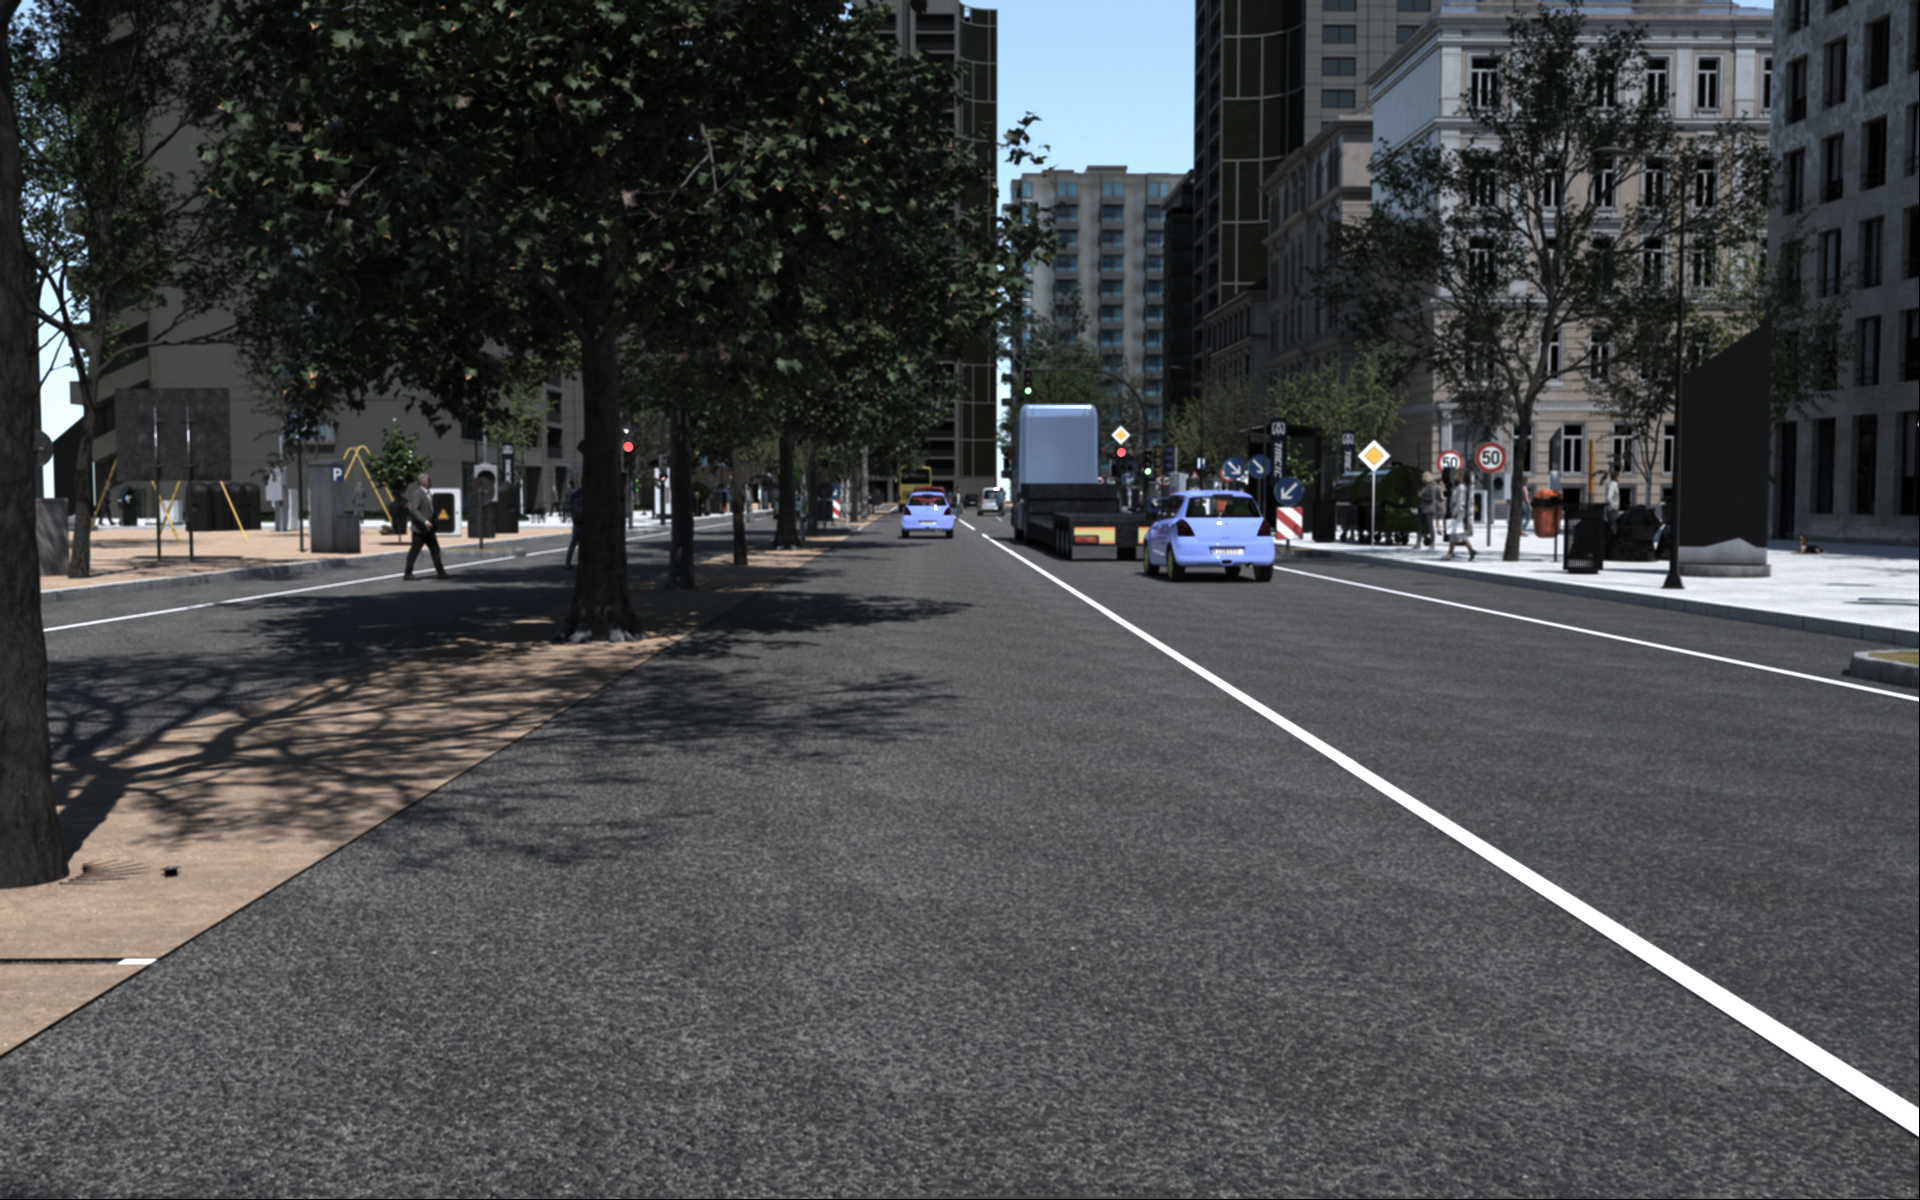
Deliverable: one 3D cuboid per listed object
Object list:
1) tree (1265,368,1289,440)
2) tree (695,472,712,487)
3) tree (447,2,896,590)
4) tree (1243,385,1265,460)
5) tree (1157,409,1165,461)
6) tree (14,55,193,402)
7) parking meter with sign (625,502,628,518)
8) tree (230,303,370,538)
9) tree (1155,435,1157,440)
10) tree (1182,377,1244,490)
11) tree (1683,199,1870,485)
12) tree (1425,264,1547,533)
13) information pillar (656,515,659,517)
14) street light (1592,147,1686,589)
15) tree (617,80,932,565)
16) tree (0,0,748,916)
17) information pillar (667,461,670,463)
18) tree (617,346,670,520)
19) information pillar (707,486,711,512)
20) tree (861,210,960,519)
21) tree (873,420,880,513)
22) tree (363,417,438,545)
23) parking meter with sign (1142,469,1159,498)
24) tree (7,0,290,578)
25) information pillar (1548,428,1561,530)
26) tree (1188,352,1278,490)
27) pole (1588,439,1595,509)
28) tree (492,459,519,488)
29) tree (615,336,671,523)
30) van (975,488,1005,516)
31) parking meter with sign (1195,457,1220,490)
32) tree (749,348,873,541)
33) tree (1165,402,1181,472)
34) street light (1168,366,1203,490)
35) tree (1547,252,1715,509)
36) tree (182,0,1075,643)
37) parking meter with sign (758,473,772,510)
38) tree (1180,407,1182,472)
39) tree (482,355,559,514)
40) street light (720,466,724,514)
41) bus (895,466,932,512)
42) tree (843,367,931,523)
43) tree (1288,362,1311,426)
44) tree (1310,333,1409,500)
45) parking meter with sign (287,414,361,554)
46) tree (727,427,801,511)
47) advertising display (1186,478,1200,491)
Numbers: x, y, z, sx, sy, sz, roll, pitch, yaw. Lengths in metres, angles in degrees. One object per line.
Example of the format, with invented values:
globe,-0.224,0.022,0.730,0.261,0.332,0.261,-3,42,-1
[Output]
tree,19.969,-9.013,97.732,4.737,8.622,4.395,0,3,0
tree,-20.862,-8.944,140.831,1.663,3.219,1.824,0,3,0
tree,-4.302,-6.451,26.055,7.486,12.596,7.792,0,3,0
tree,19.585,-9.276,102.022,4.737,8.622,4.395,0,3,0
tree,17.630,-10.919,128.891,4.737,8.622,4.395,0,3,0
tree,-21.232,-6.912,38.775,9.928,11.665,9.643,0,3,0
parking meter with sign,-18.532,-5.897,92.682,1.738,3.016,0.543,-2,4,-24
tree,-19.105,-6.135,50.669,4.360,8.622,3.978,0,3,0
tree,17.569,-11.496,138.316,4.737,8.622,4.395,0,3,0
tree,16.467,-9.602,107.354,4.737,8.622,4.395,0,3,0
tree,20.073,-5.673,43.121,4.737,8.622,4.395,0,3,0
tree,16.980,-6.490,56.476,4.360,8.622,3.978,0,3,0
information pillar,-16.879,-5.672,97.237,0.304,2.012,0.304,0,4,5
street light,9.164,-3.109,23.378,1.470,5.913,1.316,0,4,-1
tree,-4.373,-5.982,34.680,8.767,10.594,7.601,0,4,-1
tree,-3.464,-5.689,5.846,12.009,13.543,11.850,0,3,0
information pillar,-17.545,-6.964,105.222,0.504,3.616,0.183,0,4,-4
tree,-15.387,-8.046,81.914,4.737,8.622,4.395,0,3,0
information pillar,-16.950,-6.849,116.466,0.304,2.012,0.304,-3,5,-44
tree,-6.599,-14.619,97.364,12.611,20.169,13.585,0,3,0
tree,-4.770,-7.346,72.925,4.360,8.622,3.978,0,3,0
tree,-14.313,-3.008,43.783,1.663,3.219,1.824,0,3,0
parking meter with sign,11.796,-6.713,106.026,1.738,3.016,0.543,3,4,37
tree,-13.136,-5.607,26.091,7.601,10.594,8.767,0,4,7
information pillar,20.971,-4.262,61.034,0.504,3.616,0.183,-2,4,-34
tree,14.488,-8.481,89.021,4.360,8.622,3.978,0,3,0
pole,23.512,-4.321,64.488,0.158,3.312,0.155,0,3,0
tree,-24.788,-6.094,94.243,1.663,3.219,1.824,0,3,0
tree,-14.255,-7.689,76.079,4.360,8.622,3.978,0,3,0
van,2.053,-6.620,115.242,2.013,2.044,4.112,0,4,-3
parking meter with sign,11.890,-5.234,81.838,0.543,3.016,1.738,-2,4,-32
tree,-4.756,-6.068,52.027,4.360,8.622,3.978,0,3,0
tree,17.516,-10.529,122.516,4.737,8.622,4.395,0,3,0
street light,8.252,-5.535,63.035,1.470,5.913,1.316,0,4,-1
tree,20.564,-6.212,51.923,4.360,8.622,3.978,0,3,0
tree,-3.513,-5.951,16.763,9.611,12.733,9.660,0,3,0
parking meter with sign,-16.153,-8.976,143.017,0.543,3.016,1.738,-2,4,-32
tree,18.172,-10.166,116.581,4.737,8.622,4.395,0,3,0
tree,-22.824,-8.480,89.012,4.737,8.622,4.395,0,3,0
street light,-14.620,-8.419,110.183,1.470,5.913,1.316,0,4,-1
bus,-3.686,-9.004,138.763,2.896,3.916,12.252,0,4,-2
tree,-5.189,-9.669,86.307,9.928,11.665,9.643,0,3,0
tree,20.019,-8.617,91.252,4.737,8.622,4.395,0,3,0
tree,18.804,-7.912,79.716,4.737,8.622,4.395,0,3,0
parking meter with sign,-13.784,-2.533,37.678,1.738,3.016,0.543,2,4,29
tree,-15.580,-11.433,137.284,4.737,8.622,4.395,0,3,0
advertising display,9.635,-4.043,71.316,0.123,1.923,0.974,3,5,42
